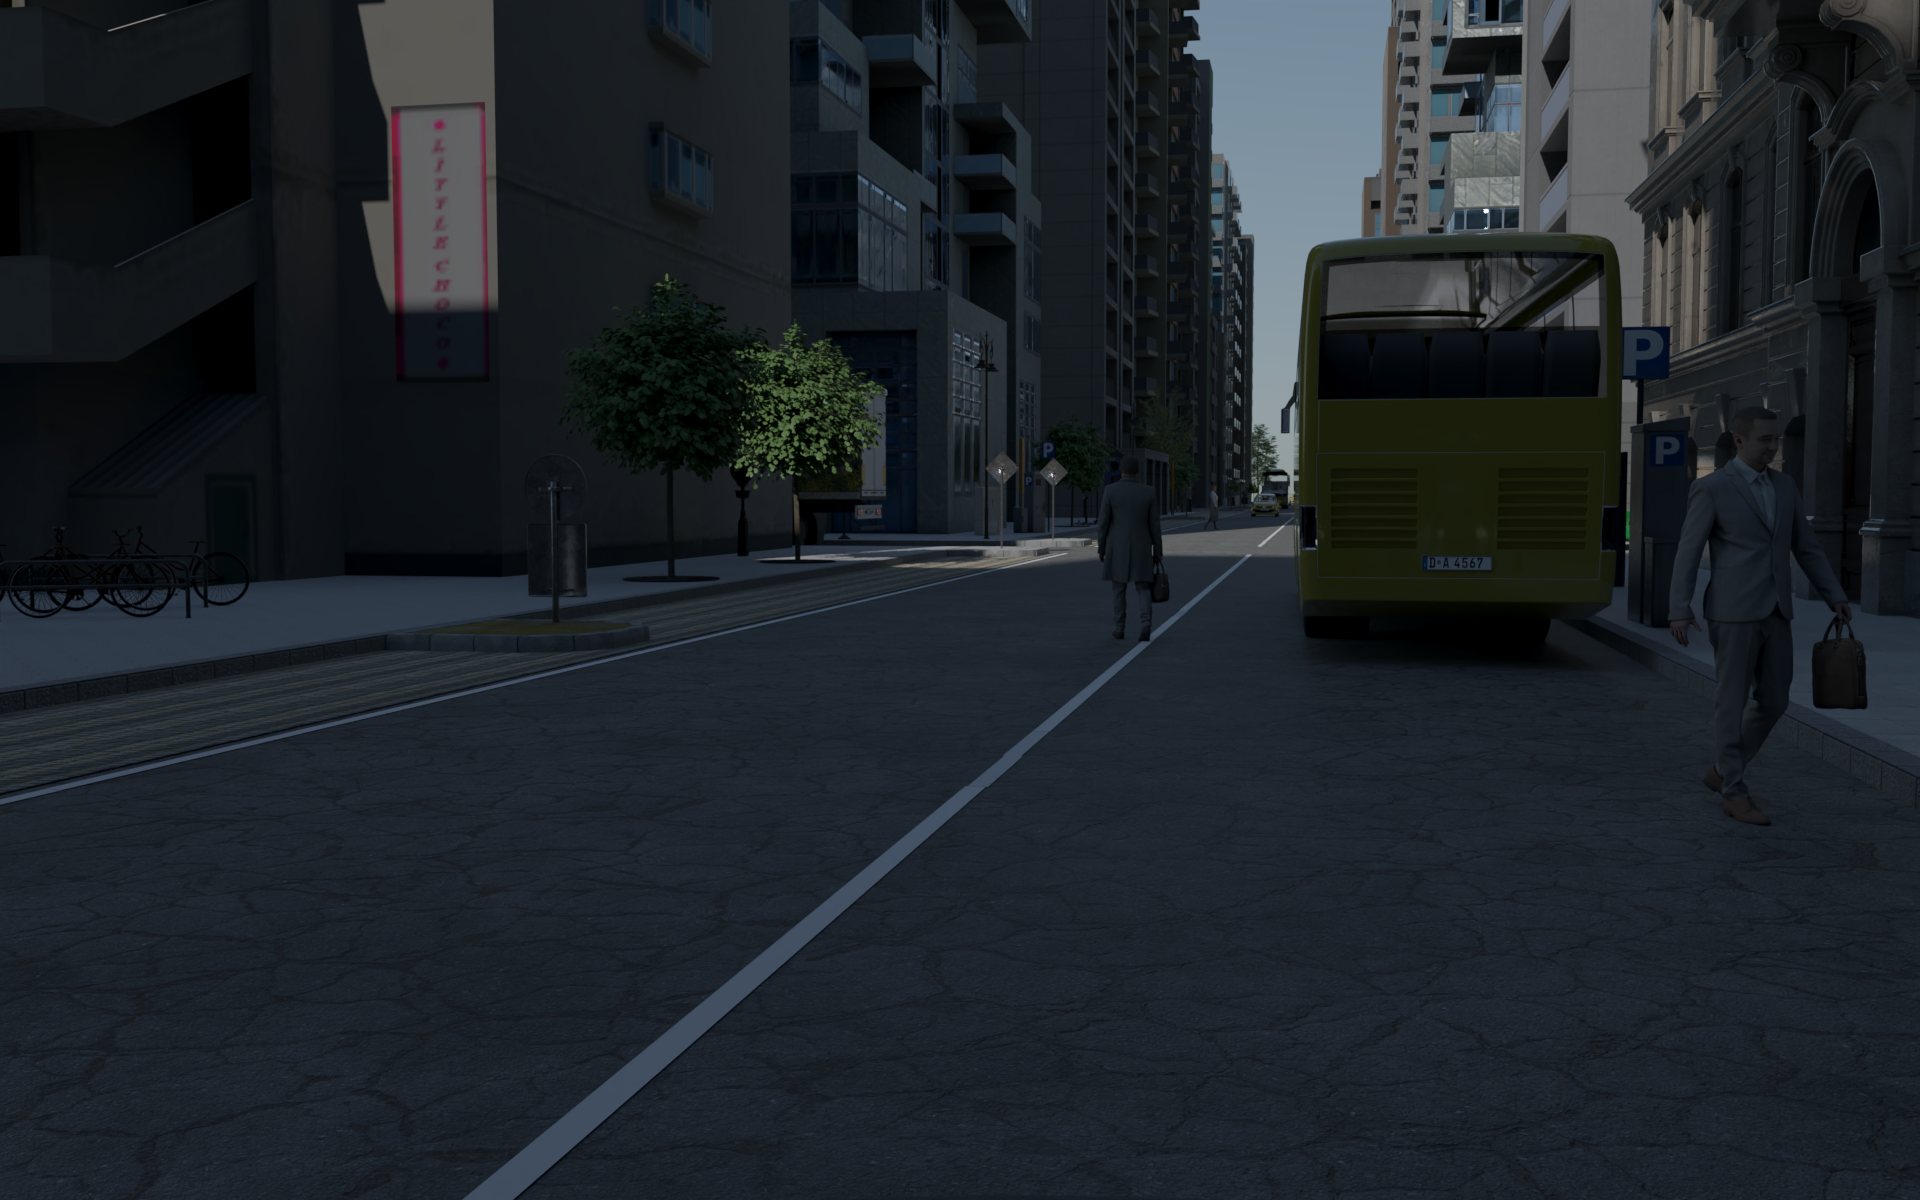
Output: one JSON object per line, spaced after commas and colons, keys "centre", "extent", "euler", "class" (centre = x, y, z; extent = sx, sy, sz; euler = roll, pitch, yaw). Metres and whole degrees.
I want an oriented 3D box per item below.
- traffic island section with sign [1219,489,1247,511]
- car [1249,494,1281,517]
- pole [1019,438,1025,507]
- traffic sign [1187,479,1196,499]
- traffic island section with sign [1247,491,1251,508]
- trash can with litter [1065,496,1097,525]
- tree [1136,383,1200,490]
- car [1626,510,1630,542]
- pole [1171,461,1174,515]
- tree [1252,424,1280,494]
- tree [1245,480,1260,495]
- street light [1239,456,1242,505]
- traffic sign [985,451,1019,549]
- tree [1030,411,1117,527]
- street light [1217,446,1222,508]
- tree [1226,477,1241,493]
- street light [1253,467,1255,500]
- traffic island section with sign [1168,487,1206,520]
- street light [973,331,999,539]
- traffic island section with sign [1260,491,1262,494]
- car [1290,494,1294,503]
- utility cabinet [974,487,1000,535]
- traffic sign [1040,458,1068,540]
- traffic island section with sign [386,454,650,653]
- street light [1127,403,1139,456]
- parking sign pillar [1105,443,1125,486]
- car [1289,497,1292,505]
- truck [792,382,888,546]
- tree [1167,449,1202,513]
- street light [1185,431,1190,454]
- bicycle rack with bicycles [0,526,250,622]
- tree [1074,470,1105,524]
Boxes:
{"centre": [22.938, -8.409, 146.117], "extent": [1.989, 1.847, 2.006], "euler": [1, 4, 12], "class": "traffic island section with sign"}
{"centre": [19.401, -6.105, 110.045], "extent": [2.015, 1.641, 3.980], "euler": [1, 4, 12], "class": "car"}
{"centre": [2.252, -4.242, 63.207], "extent": [0.158, 3.312, 0.155], "euler": [0, 3, 0], "class": "pole"}
{"centre": [16.320, -7.491, 122.591], "extent": [0.768, 2.556, 0.104], "euler": [1, 4, 17], "class": "traffic sign"}
{"centre": [28.445, -10.023, 172.506], "extent": [1.989, 1.847, 2.006], "euler": [1, 4, 12], "class": "traffic island section with sign"}
{"centre": [5.081, -3.704, 71.610], "extent": [1.678, 1.210, 2.233], "euler": [1, 4, 9], "class": "trash can with litter"}
{"centre": [13.699, -10.090, 115.328], "extent": [4.737, 8.622, 4.395], "euler": [0, 3, 0], "class": "tree"}
{"centre": [18.425, -2.032, 42.015], "extent": [4.718, 1.807, 1.959], "euler": [1, 4, 10], "class": "car"}
{"centre": [12.929, -6.816, 105.287], "extent": [0.158, 3.312, 0.155], "euler": [0, 3, 0], "class": "pole"}
{"centre": [47.867, -22.056, 278.744], "extent": [7.486, 12.596, 7.792], "euler": [0, 3, 0], "class": "tree"}
{"centre": [39.790, -14.853, 237.450], "extent": [1.663, 3.219, 1.824], "euler": [0, 3, 0], "class": "tree"}
{"centre": [33.315, -14.248, 205.737], "extent": [0.468, 5.910, 1.993], "euler": [1, 4, 12], "class": "street light"}
{"centre": [0.982, -2.262, 40.628], "extent": [0.795, 2.450, 0.064], "euler": [1, 4, 12], "class": "traffic sign"}
{"centre": [4.437, -5.142, 67.792], "extent": [4.285, 4.588, 4.351], "euler": [0, 3, 0], "class": "tree"}
{"centre": [24.226, -11.585, 162.201], "extent": [0.468, 5.910, 1.993], "euler": [1, 4, 12], "class": "street light"}
{"centre": [31.192, -12.490, 198.809], "extent": [1.663, 3.219, 1.824], "euler": [0, 3, 0], "class": "tree"}
{"centre": [41.372, -16.576, 243.802], "extent": [0.468, 5.910, 1.993], "euler": [1, 4, 12], "class": "street light"}
{"centre": [12.778, -5.425, 97.325], "extent": [1.989, 1.847, 2.006], "euler": [1, 4, 12], "class": "traffic island section with sign"}
{"centre": [0.754, -4.674, 49.215], "extent": [0.468, 5.910, 1.993], "euler": [1, 4, 12], "class": "street light"}
{"centre": [45.277, -14.964, 253.294], "extent": [1.989, 1.847, 2.006], "euler": [1, 4, 12], "class": "traffic island section with sign"}
{"centre": [47.960, -14.729, 251.036], "extent": [2.015, 1.641, 3.980], "euler": [1, 4, 12], "class": "car"}
{"centre": [0.858, -2.767, 53.915], "extent": [0.318, 1.500, 1.173], "euler": [2, 4, 28], "class": "utility cabinet"}
{"centre": [2.612, -2.740, 48.446], "extent": [0.795, 2.450, 0.064], "euler": [1, 4, 12], "class": "traffic sign"}
{"centre": [-4.076, -0.482, 16.512], "extent": [1.989, 1.847, 2.006], "euler": [1, 4, 12], "class": "traffic island section with sign"}
{"centre": [8.780, -7.045, 87.978], "extent": [0.468, 5.910, 1.993], "euler": [1, 4, 12], "class": "street light"}
{"centre": [8.227, -6.240, 90.497], "extent": [1.447, 3.967, 1.447], "euler": [2, 4, 29], "class": "parking sign pillar"}
{"centre": [40.954, -12.858, 219.022], "extent": [1.959, 1.807, 4.718], "euler": [1, 4, 10], "class": "car"}
{"centre": [-7.658, -3.483, 45.860], "extent": [11.283, 4.237, 2.839], "euler": [1, 4, 13], "class": "truck"}
{"centre": [15.023, -8.308, 119.543], "extent": [4.285, 4.588, 4.351], "euler": [0, 3, 0], "class": "tree"}
{"centre": [16.311, -9.255, 124.107], "extent": [0.468, 5.910, 1.993], "euler": [1, 4, 12], "class": "street light"}
{"centre": [-9.276, -0.314, 18.516], "extent": [2.925, 0.926, 2.852], "euler": [-1, 4, -17], "class": "bicycle rack with bicycles"}
{"centre": [5.524, -4.863, 74.103], "extent": [1.663, 3.219, 1.824], "euler": [0, 3, 0], "class": "tree"}
